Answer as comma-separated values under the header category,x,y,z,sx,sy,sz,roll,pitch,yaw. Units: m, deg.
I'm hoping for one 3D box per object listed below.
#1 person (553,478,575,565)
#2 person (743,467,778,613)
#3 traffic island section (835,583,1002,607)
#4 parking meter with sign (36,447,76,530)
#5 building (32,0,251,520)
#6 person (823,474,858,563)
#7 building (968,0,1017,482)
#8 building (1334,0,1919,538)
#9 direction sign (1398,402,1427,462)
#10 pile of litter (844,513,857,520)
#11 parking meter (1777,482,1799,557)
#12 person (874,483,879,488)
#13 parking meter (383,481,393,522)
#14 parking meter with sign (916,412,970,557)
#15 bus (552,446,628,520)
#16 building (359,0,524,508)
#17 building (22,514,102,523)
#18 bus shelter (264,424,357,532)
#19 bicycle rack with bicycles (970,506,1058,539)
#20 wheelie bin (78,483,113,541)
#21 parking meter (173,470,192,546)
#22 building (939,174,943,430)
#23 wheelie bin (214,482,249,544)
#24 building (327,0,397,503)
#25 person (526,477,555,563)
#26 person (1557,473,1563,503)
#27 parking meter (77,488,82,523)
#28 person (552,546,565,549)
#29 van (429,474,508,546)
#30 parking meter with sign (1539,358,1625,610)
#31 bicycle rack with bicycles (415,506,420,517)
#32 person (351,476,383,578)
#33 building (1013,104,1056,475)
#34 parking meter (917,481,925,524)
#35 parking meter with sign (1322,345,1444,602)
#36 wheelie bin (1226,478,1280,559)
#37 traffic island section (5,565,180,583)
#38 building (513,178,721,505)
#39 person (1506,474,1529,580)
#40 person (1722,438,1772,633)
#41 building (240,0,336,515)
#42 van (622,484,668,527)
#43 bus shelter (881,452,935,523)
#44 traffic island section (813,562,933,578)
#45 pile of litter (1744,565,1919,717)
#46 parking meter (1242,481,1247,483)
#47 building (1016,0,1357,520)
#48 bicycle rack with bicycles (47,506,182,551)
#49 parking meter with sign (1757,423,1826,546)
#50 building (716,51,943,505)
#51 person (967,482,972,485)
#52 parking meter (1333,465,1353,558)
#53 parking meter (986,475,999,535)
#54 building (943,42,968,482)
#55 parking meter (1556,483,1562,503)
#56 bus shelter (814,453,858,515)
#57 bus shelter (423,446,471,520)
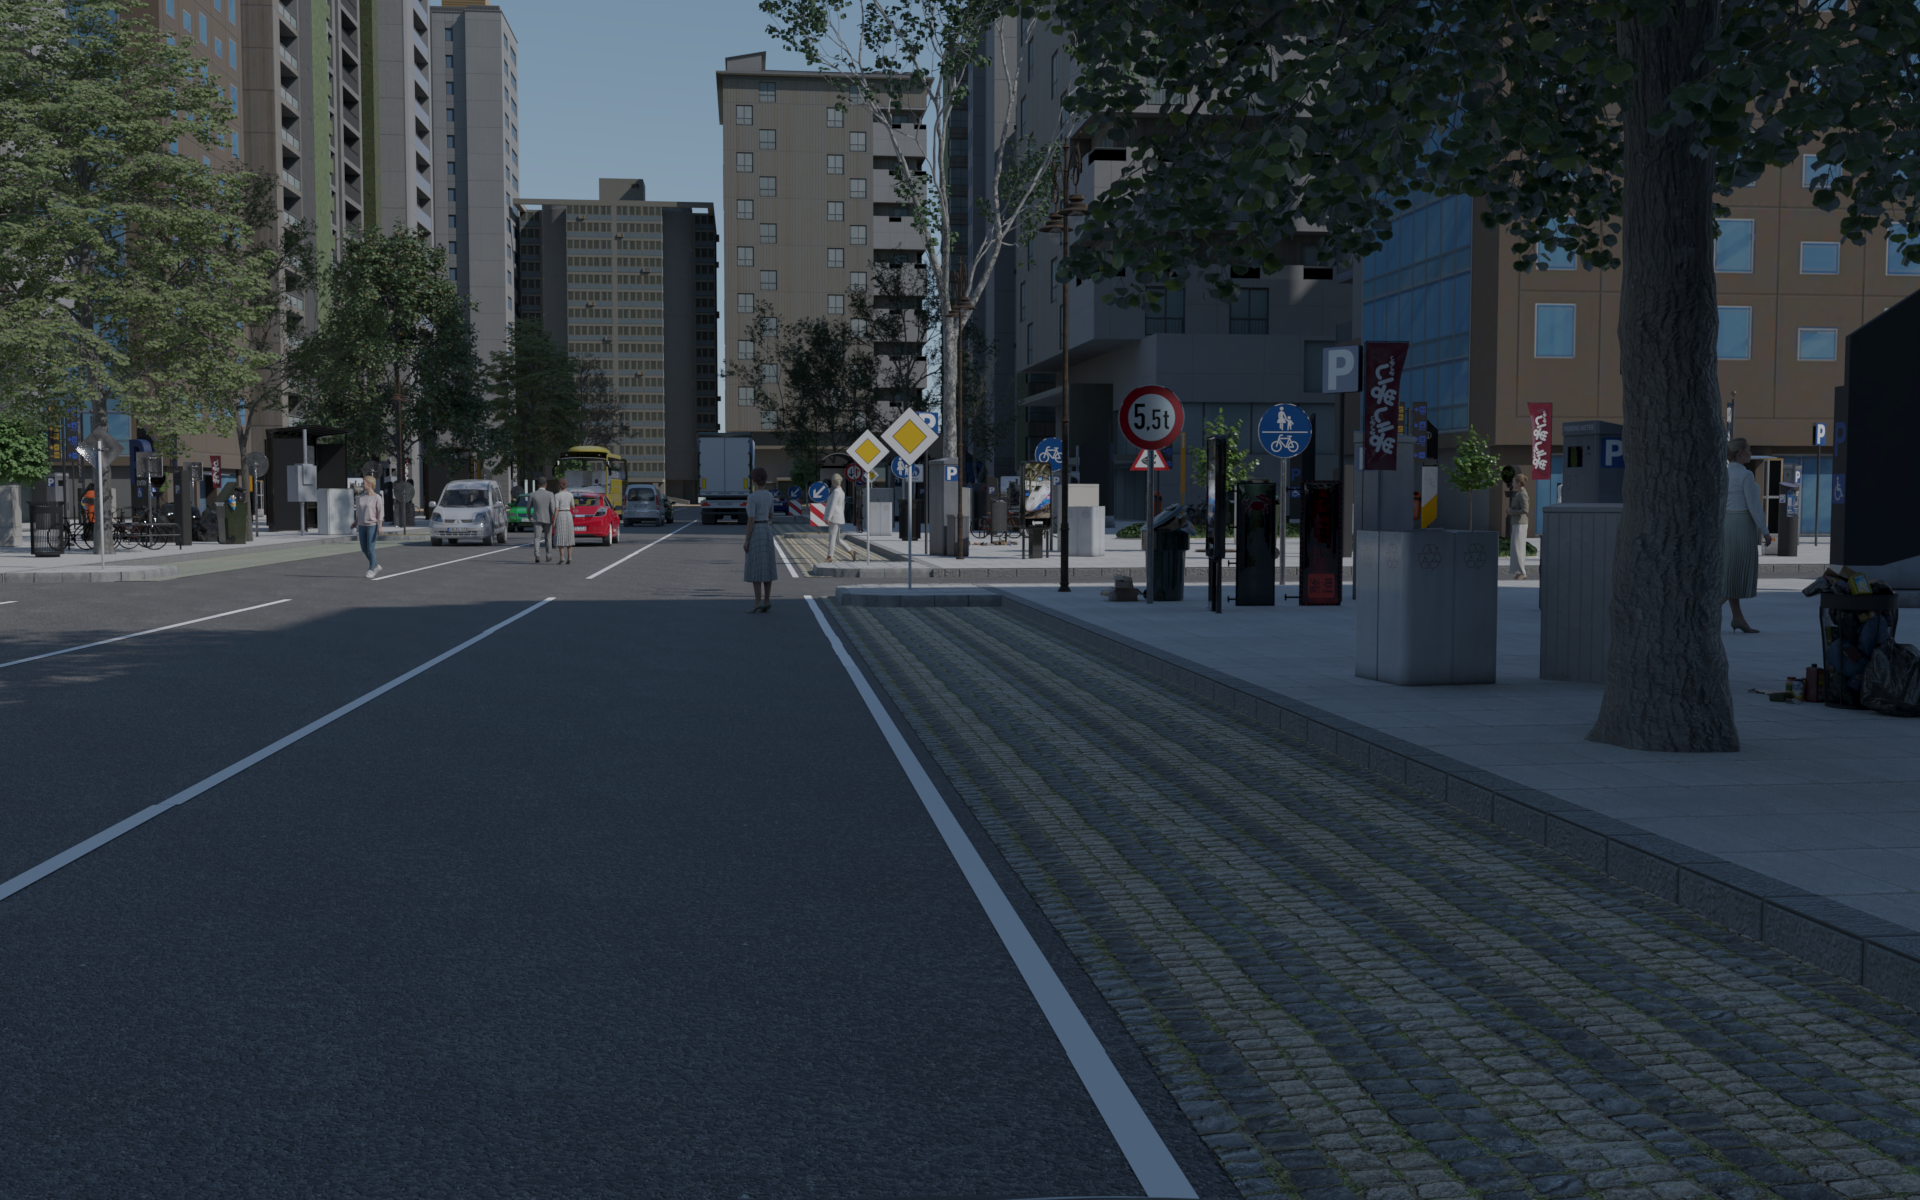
category,x,y,z,sx,sy,sz,roll,pitch,yaw
person,-8.093,-1.603,35.275,0.480,1.755,0.524,-3,5,-42
person,-2.470,-0.724,20.908,0.524,1.755,0.480,2,4,34
traffic island section,-0.628,-0.058,23.224,2.009,0.180,2.903,0,4,-7
parking meter with sign,-32.653,-4.059,62.630,0.543,3.016,1.738,1,4,13
building,-47.102,-26.995,91.476,14.600,45.320,14.200,0,4,-7
person,-2.447,-1.634,35.097,0.818,1.842,0.514,-1,4,-14
building,11.177,-36.550,139.596,21.231,58.520,28.212,0,4,-7
building,21.537,-24.831,56.096,14.200,45.320,14.600,0,4,-7
direction sign,10.990,-3.090,42.516,0.876,3.537,0.379,0,4,7
pile of litter,-5.113,-4.045,80.103,1.719,0.858,1.176,0,4,5
parking meter,17.012,-1.661,35.569,0.372,1.533,0.369,0,3,0
person,-4.063,-4.897,86.019,0.836,1.842,0.656,-3,5,-45
parking meter,-26.314,-4.525,79.697,0.399,1.863,0.255,2,4,27
parking meter with sign,-0.338,-2.438,36.124,0.543,3.016,1.738,-2,4,-28
bus,-19.418,-6.144,92.004,2.896,3.916,12.252,0,4,-6
building,-67.308,-40.677,207.066,28.212,58.520,21.231,0,4,-7
building,-50.399,-28.905,61.830,28.713,52.752,27.495,0,4,-7
bus shelter,-22.863,-4.279,61.252,1.731,3.624,6.357,0,4,-7
bicycle rack with bicycles,1.689,-2.288,50.788,2.925,0.926,2.852,0,4,-3
wheelie bin,-23.683,-2.423,47.520,0.693,1.594,0.980,0,3,0
parking meter,-19.318,-2.283,43.030,0.399,1.863,0.255,2,4,34
building,5.335,-34.387,212.338,14.200,45.320,14.600,0,4,-7
wheelie bin,-18.623,-2.227,44.316,0.693,1.594,0.980,-3,5,-45
building,-52.412,-41.969,124.447,20.563,71.187,20.611,0,4,-7
person,-8.771,-1.685,36.325,0.678,1.792,0.850,0,4,-4
person,12.499,-1.794,35.607,0.478,1.798,0.641,1,4,21
parking meter,-36.490,-3.892,72.053,0.372,1.533,0.369,0,3,0
person,-10.529,-1.998,45.446,0.394,1.301,0.425,1,4,22
van,-13.896,-2.572,49.063,2.013,2.044,4.112,0,4,-7
parking meter with sign,6.731,-1.347,18.289,0.543,3.016,1.738,-1,4,-12
bicycle rack with bicycles,-31.608,-5.093,96.658,2.925,0.926,2.852,-1,4,-20
person,-10.149,-1.259,29.758,0.731,1.740,0.598,1,4,13
building,10.539,-21.244,119.048,14.160,30.474,14.107,0,4,-7
parking meter,-1.628,-4.231,74.889,0.399,1.863,0.255,1,4,9
parking meter with sign,5.172,-1.514,21.016,1.738,3.016,0.543,-3,4,-37
wheelie bin,5.901,-1.606,34.167,0.693,1.594,0.980,-2,4,-33
traffic island section,-14.652,-0.444,29.545,2.009,0.180,2.903,0,4,-7
building,-42.032,-32.050,215.902,23.993,40.220,32.217,0,4,-7
person,9.073,-1.173,28.221,0.362,1.759,0.519,1,4,16
person,7.074,-0.588,15.884,0.641,1.798,0.478,0,4,-3
building,-48.073,-25.985,108.449,14.154,41.232,14.086,0,4,-7
van,-14.094,-4.298,77.284,2.013,2.044,4.112,0,4,-7
bus shelter,-2.404,-5.167,78.398,2.014,3.302,5.546,0,4,-7
traffic island section,-1.609,-0.542,31.149,2.009,0.180,2.903,0,4,-7
pile of litter,5.611,0.210,10.530,1.176,0.858,1.719,0,4,-5
parking meter,11.362,-3.897,69.421,0.399,1.863,0.255,0,3,0
building,18.315,-30.829,93.287,28.713,52.752,27.495,0,4,-7
bicycle rack with bicycles,-19.389,-1.612,39.733,2.852,0.926,2.925,3,5,42
parking meter with sign,20.554,-2.871,43.205,0.543,3.016,1.738,-3,5,-40
building,-16.184,-38.350,216.264,27.495,52.752,28.713,0,4,-7
person,0.329,-4.497,79.484,0.836,1.842,0.656,0,4,-1
parking meter,7.749,-1.796,35.084,0.255,1.863,0.399,-2,4,-23
parking meter,1.025,-2.975,54.352,0.399,1.863,0.255,0,4,8
building,5.184,-29.235,161.584,14.154,41.232,14.086,0,4,-7
parking meter,13.373,-1.827,38.279,0.372,1.533,0.369,0,3,0
bus shelter,-6.238,-5.715,87.365,2.014,3.302,5.546,0,4,-7
bus shelter,-25.904,-5.926,88.167,1.731,3.624,6.357,0,4,-7
